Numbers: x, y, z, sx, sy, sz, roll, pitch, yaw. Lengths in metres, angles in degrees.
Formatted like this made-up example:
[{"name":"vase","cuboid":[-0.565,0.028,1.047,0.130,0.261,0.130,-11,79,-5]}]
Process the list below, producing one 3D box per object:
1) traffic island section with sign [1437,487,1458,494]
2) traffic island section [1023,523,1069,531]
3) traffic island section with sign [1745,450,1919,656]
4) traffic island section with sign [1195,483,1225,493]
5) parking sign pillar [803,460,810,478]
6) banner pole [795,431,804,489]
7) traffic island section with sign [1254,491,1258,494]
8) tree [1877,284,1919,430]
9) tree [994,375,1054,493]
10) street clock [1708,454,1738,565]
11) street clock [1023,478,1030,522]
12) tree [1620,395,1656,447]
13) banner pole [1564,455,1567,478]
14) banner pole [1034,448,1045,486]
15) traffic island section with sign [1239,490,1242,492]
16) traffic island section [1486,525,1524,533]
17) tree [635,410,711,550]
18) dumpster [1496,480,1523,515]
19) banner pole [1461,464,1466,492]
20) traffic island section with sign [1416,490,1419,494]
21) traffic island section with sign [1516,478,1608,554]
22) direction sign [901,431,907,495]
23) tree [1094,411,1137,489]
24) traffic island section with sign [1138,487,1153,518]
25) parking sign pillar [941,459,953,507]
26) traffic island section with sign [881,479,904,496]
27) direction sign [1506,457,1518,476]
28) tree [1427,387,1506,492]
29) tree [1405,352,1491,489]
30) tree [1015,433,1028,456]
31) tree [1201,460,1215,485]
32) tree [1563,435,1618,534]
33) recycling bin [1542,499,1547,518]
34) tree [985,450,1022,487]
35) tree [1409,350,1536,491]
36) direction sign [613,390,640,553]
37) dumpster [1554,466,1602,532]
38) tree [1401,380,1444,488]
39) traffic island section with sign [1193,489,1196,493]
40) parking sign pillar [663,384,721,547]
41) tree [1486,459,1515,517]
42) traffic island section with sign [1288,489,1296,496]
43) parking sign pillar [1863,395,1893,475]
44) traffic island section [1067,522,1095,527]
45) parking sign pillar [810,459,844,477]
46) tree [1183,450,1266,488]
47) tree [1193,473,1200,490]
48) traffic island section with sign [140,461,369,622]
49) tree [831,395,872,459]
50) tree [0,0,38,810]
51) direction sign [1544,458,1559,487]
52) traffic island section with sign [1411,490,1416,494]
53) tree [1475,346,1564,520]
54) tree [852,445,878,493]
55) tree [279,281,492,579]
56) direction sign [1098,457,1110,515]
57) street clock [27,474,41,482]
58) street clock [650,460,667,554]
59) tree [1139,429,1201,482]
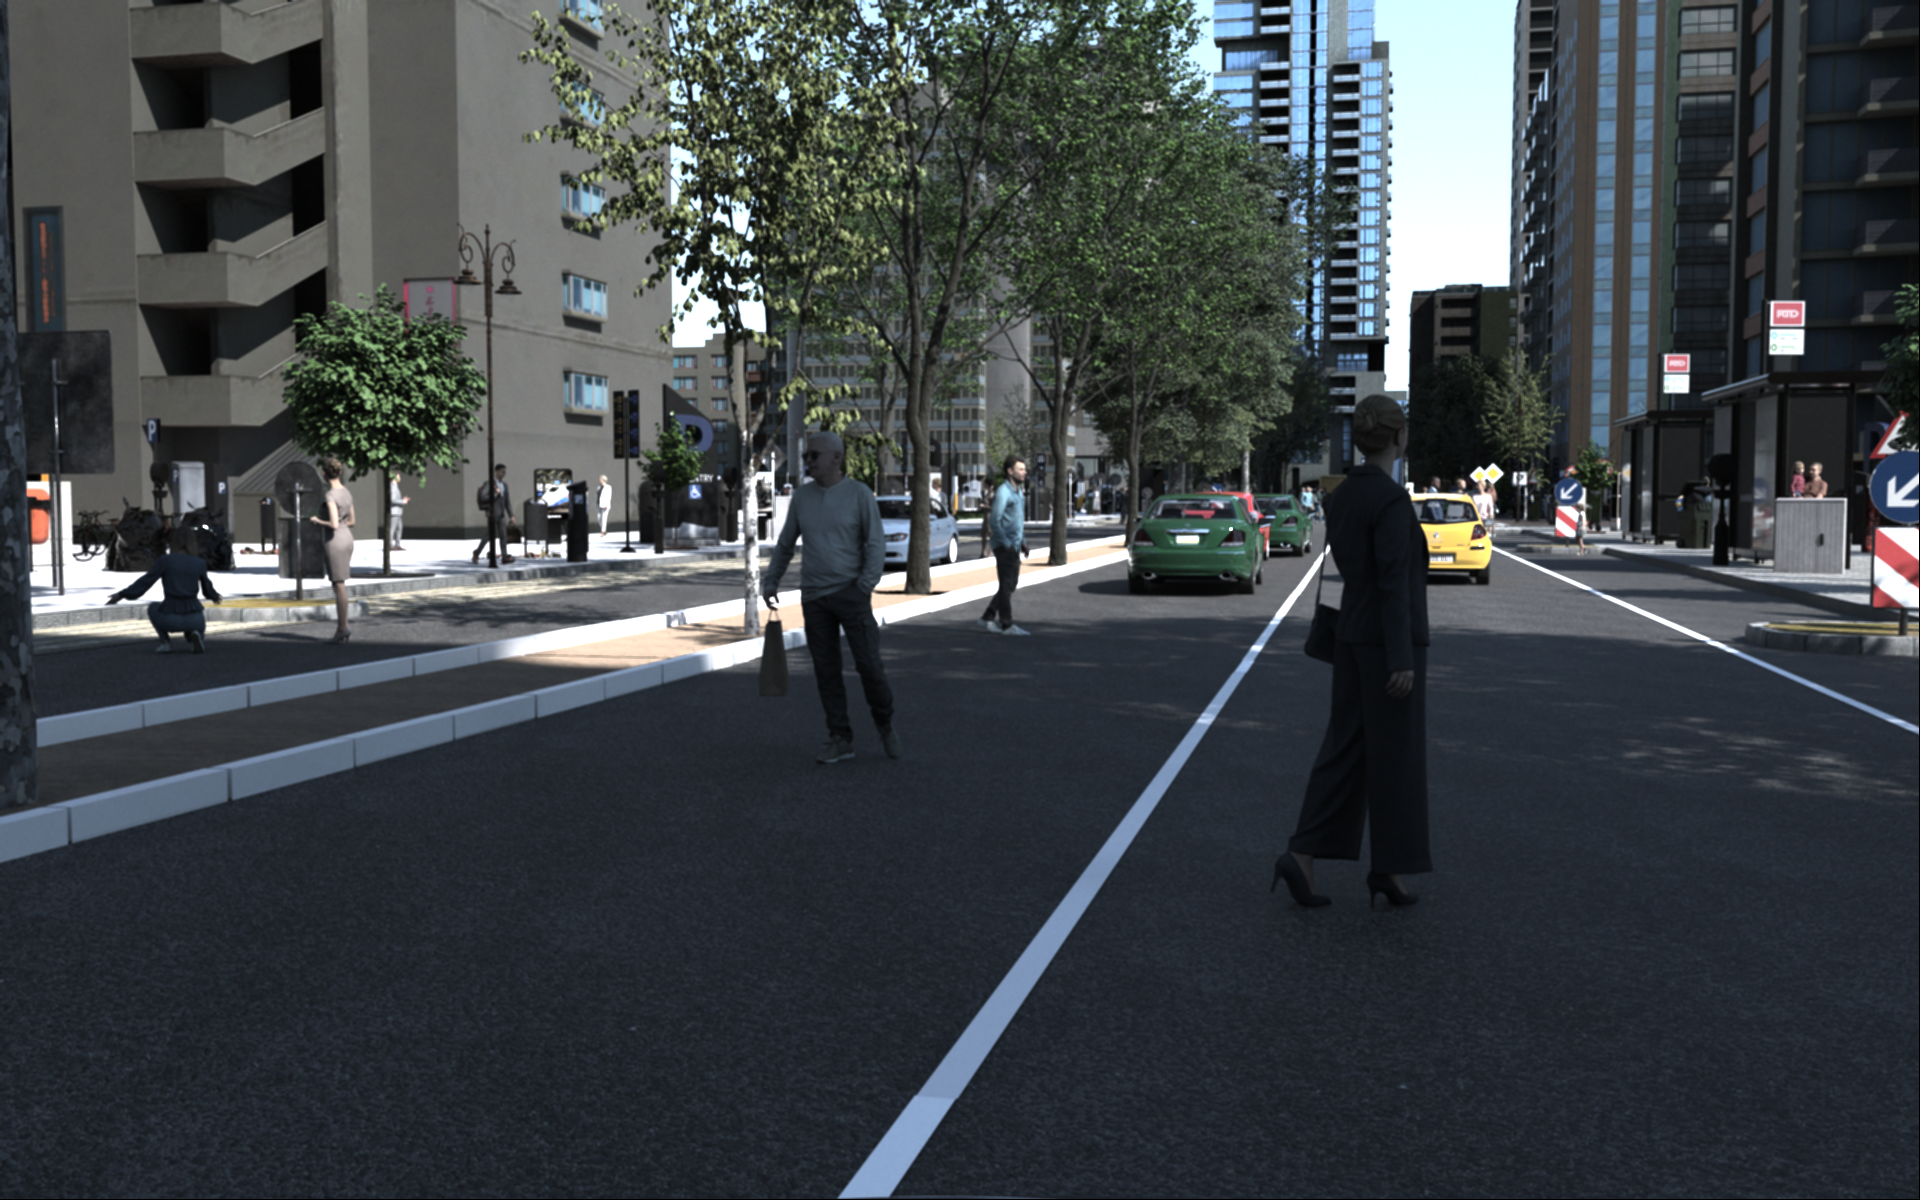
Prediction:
[{"name":"traffic island section with sign","cuboid":[27.474,-5.386,96.683,1.989,1.847,2.006,1,4,13]},{"name":"traffic island section","cuboid":[3.018,-2.854,68.942,2.009,0.180,2.903,1,4,13]},{"name":"traffic island section with sign","cuboid":[8.584,-0.470,16.320,1.989,1.847,2.006,1,4,13]},{"name":"traffic island section with sign","cuboid":[11.162,-4.083,74.886,2.006,1.907,1.989,1,4,13]},{"name":"parking sign pillar","cuboid":[-10.398,-8.006,119.372,1.447,3.967,1.447,0,4,-7]},{"name":"banner pole","cuboid":[-6.326,-4.787,68.285,0.401,3.779,0.863,-2,4,-28]},{"name":"traffic island section with sign","cuboid":[34.953,-11.915,203.445,1.989,1.847,2.006,1,4,13]},{"name":"tree","cuboid":[13.191,-2.328,21.783,4.285,4.588,4.351,0,3,0]},{"name":"tree","cuboid":[4.208,-9.664,108.372,4.360,8.622,3.978,0,3,0]},{"name":"street clock","cuboid":[13.713,-1.626,31.161,0.471,2.002,0.358,-1,4,-16]},{"name":"street clock","cuboid":[3.066,-4.610,79.947,0.358,2.002,0.471,0,4,7]},{"name":"tree","cuboid":[50.238,-10.731,125.811,4.360,8.622,3.978,0,3,0]},{"name":"banner pole","cuboid":[39.109,-7.456,111.924,0.401,3.779,0.863,1,4,11]},{"name":"banner pole","cuboid":[4.242,-6.337,93.625,0.863,3.779,0.401,2,4,33]},{"name":"traffic island section with sign","cuboid":[28.557,-10.251,176.235,1.989,1.847,2.006,1,4,13]},{"name":"traffic island section","cuboid":[19.998,-2.611,64.964,2.009,0.180,2.903,1,4,13]},{"name":"tree","cuboid":[-6.690,-2.771,39.904,1.663,3.219,1.824,0,3,0]},{"name":"dumpster","cuboid":[33.596,-6.331,106.005,1.502,2.255,1.985,1,4,13]},{"name":"banner pole","cuboid":[37.440,-8.487,128.777,0.863,3.779,0.401,-3,5,-43]},{"name":"traffic island section with sign","cuboid":[33.626,-6.991,122.930,1.989,1.847,2.006,1,4,13]},{"name":"traffic island section with sign","cuboid":[14.754,-2.075,42.562,1.989,1.847,2.006,1,4,13]},{"name":"direction sign","cuboid":[-2.019,-4.322,62.662,0.379,3.537,0.876,-1,4,-15]},{"name":"tree","cuboid":[10.960,-10.019,114.170,4.360,8.622,3.978,0,3,0]},{"name":"traffic island section with sign","cuboid":[10.949,-5.666,101.260,1.989,1.847,2.006,1,4,13]},{"name":"parking sign pillar","cuboid":[-0.889,-8.188,122.351,1.447,3.967,1.447,-2,4,-29]},{"name":"traffic island section with sign","cuboid":[-1.908,-2.315,46.470,1.989,1.847,2.006,1,4,13]},{"name":"direction sign","cuboid":[34.217,-7.060,107.431,0.379,3.537,0.876,-2,4,-33]},{"name":"tree","cuboid":[35.049,-10.268,118.244,4.360,8.622,3.978,0,3,0]},{"name":"tree","cuboid":[43.945,-15.148,154.324,9.857,13.997,8.962,0,3,0]},{"name":"tree","cuboid":[3.493,-11.904,144.992,4.737,8.622,4.395,0,3,0]},{"name":"tree","cuboid":[22.528,-13.010,163.079,4.737,8.622,4.395,0,3,0]},{"name":"tree","cuboid":[20.492,-3.794,56.636,1.663,3.219,1.824,0,3,0]},{"name":"recycling bin","cuboid":[31.467,-4.966,93.755,0.722,1.027,0.722,0,4,2]},{"name":"tree","cuboid":[2.220,-5.008,76.488,1.663,3.219,1.824,0,3,0]},{"name":"tree","cuboid":[40.385,-13.425,136.502,9.611,12.733,9.660,0,3,0]},{"name":"direction sign","cuboid":[-7.307,-2.813,37.993,0.876,3.537,0.379,3,5,42]},{"name":"dumpster","cuboid":[21.527,-3.526,60.141,1.502,2.255,1.985,1,4,13]},{"name":"tree","cuboid":[50.834,-16.907,186.795,12.009,13.543,11.850,0,3,0]},{"name":"traffic island section with sign","cuboid":[17.177,-7.287,127.774,1.989,1.847,2.006,1,4,13]},{"name":"parking sign pillar","cuboid":[-6.639,-3.318,42.714,1.447,3.967,1.447,-3,4,-39]},{"name":"tree","cuboid":[30.076,-6.240,96.631,1.663,3.219,1.824,0,3,0]},{"name":"traffic island section with sign","cuboid":[28.332,-8.557,148.044,2.006,1.907,1.989,1,4,13]},{"name":"parking sign pillar","cuboid":[24.876,-3.557,46.631,1.447,3.967,1.447,0,4,-2]},{"name":"traffic island section","cuboid":[4.843,-3.329,76.716,2.009,0.180,2.903,1,4,13]},{"name":"parking sign pillar","cuboid":[-6.423,-6.050,87.392,1.447,3.967,1.447,-3,5,-41]},{"name":"tree","cuboid":[28.570,-16.505,186.858,9.611,12.733,9.660,0,3,0]},{"name":"tree","cuboid":[21.637,-10.048,158.891,1.663,3.219,1.824,0,3,0]},{"name":"traffic island section with sign","cuboid":[-8.067,-0.709,20.225,1.989,1.847,2.006,1,4,13]},{"name":"tree","cuboid":[-8.106,-10.861,127.933,4.360,8.622,3.978,0,3,0]},{"name":"tree","cuboid":[-5.453,-9.180,8.440,12.611,20.169,13.585,0,3,0]},{"name":"direction sign","cuboid":[36.788,-7.083,107.796,0.876,3.537,0.379,2,4,24]},{"name":"traffic island section with sign","cuboid":[51.436,-11.626,198.717,1.989,1.847,2.006,1,4,13]},{"name":"tree","cuboid":[27.801,-8.254,85.322,4.737,8.622,4.395,0,3,0]},{"name":"tree","cuboid":[-3.473,-4.389,66.369,1.663,3.219,1.824,0,3,0]},{"name":"tree","cuboid":[-8.892,-2.630,26.721,4.285,4.588,4.351,0,3,0]},{"name":"direction sign","cuboid":[8.970,-7.192,109.587,0.379,3.537,0.876,3,4,37]},{"name":"street clock","cuboid":[-21.893,-2.223,40.910,0.471,2.002,0.358,-2,4,-27]},{"name":"street clock","cuboid":[-6.446,-1.986,37.043,0.358,2.002,0.471,-1,4,-10]},{"name":"tree","cuboid":[15.099,-11.153,132.705,4.737,8.622,4.395,0,3,0]}]
